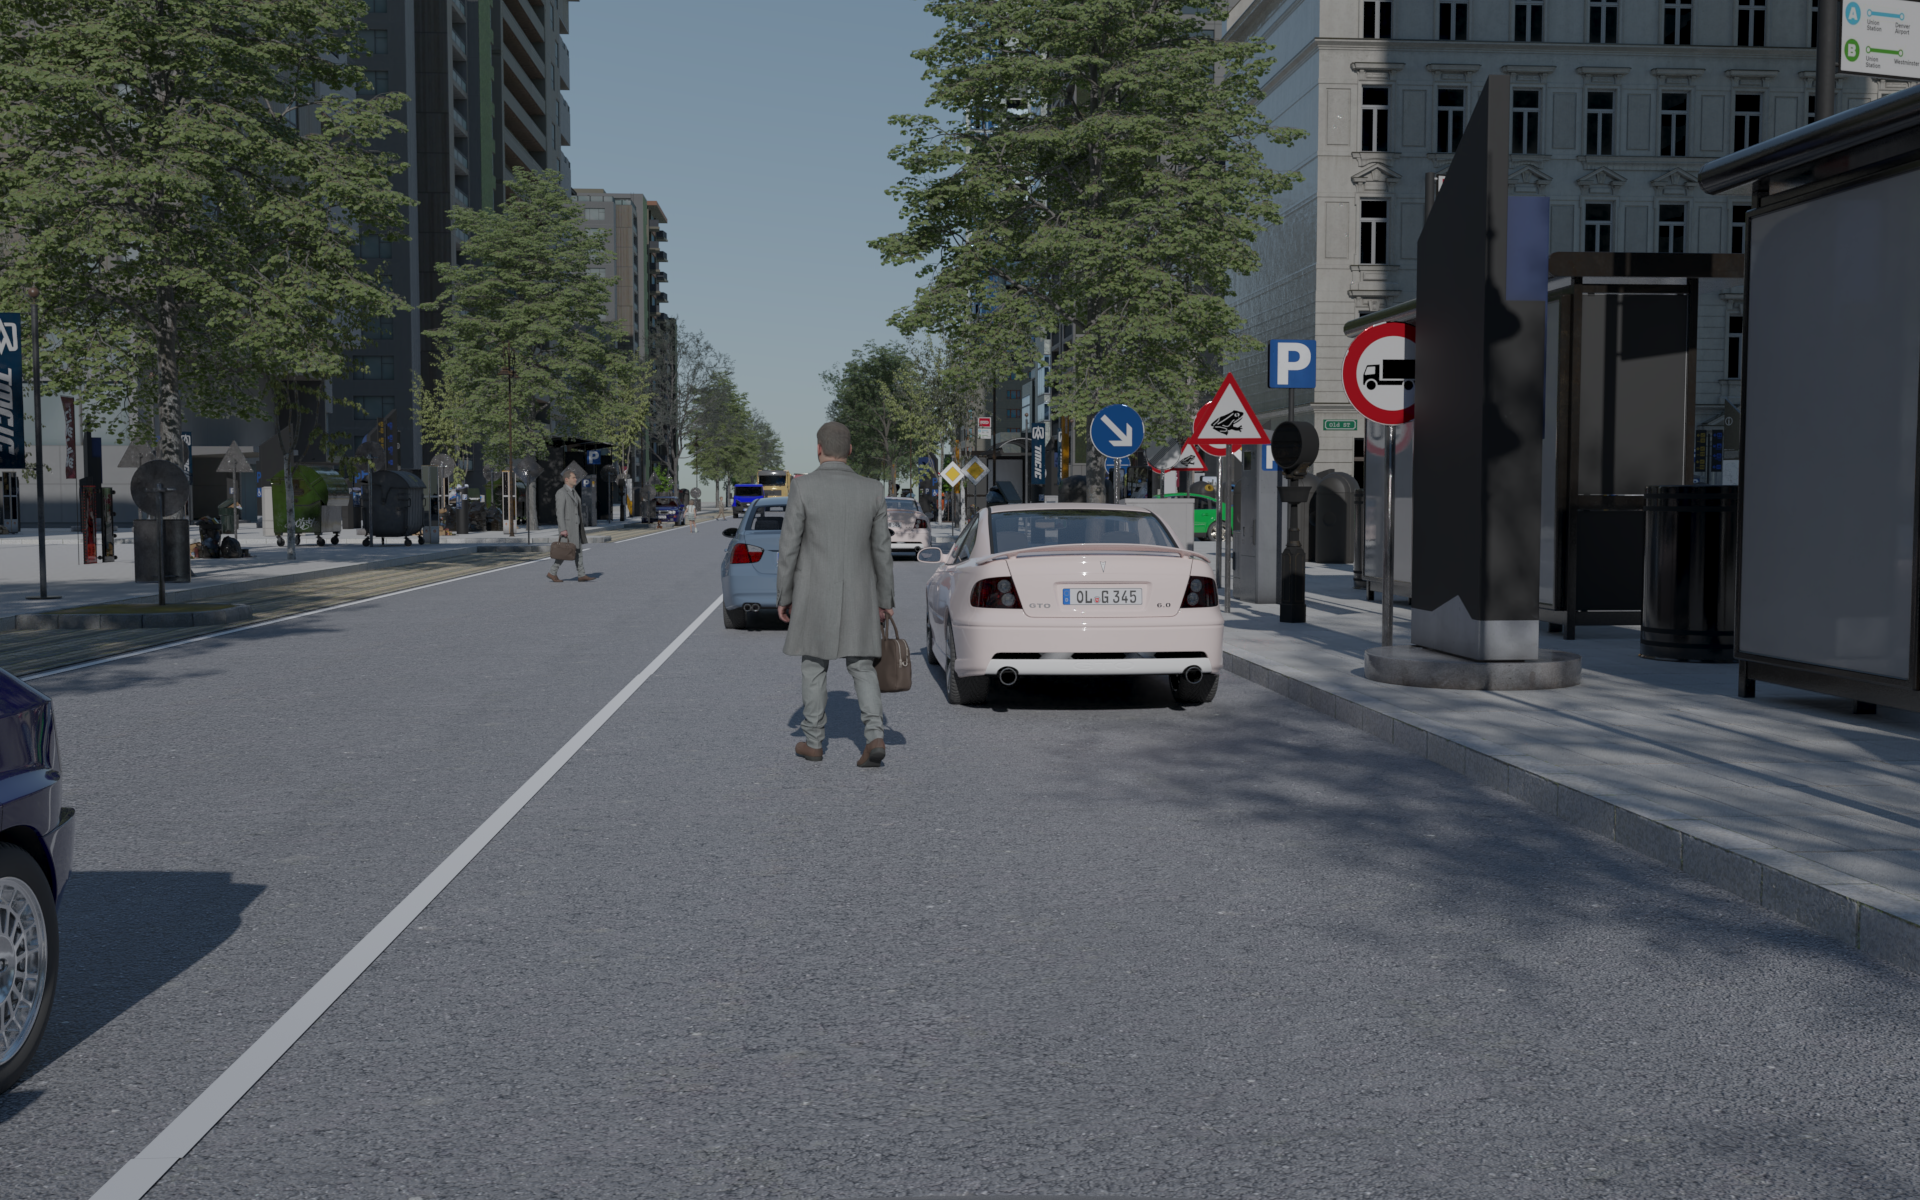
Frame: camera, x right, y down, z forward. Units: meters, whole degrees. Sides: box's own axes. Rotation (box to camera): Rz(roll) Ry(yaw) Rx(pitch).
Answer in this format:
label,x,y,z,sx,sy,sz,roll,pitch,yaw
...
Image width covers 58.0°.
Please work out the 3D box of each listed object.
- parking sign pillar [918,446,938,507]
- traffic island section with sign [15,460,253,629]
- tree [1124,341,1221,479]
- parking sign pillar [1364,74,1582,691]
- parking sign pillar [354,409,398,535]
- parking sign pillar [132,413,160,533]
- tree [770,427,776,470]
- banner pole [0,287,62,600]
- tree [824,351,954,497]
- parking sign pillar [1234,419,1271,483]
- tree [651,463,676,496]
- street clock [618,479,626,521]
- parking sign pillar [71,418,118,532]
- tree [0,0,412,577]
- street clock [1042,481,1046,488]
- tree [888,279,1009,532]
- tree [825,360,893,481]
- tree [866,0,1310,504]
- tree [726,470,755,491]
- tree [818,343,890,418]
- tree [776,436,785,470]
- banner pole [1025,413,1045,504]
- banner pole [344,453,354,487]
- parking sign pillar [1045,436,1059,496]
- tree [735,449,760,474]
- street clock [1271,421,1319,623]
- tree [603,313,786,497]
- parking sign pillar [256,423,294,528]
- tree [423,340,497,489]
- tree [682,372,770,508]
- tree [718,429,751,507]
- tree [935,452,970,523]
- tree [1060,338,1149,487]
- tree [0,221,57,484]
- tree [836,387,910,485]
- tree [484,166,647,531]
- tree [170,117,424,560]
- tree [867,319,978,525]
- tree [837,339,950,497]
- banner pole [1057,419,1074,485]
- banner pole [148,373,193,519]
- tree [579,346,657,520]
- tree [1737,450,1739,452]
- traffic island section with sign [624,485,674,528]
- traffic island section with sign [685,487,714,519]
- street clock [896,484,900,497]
label,x,y,z,sx,sy,sz,roll,pitch,yaw
parking sign pillar,-1.659,-6.253,90.701,1.447,3.967,1.447,-2,4,-34
traffic island section with sign,-9.057,-0.650,19.253,1.989,1.847,2.006,0,4,-4
tree,8.592,-7.382,71.064,4.360,8.622,3.978,0,3,0
parking sign pillar,3.543,-1.432,11.891,1.447,3.967,1.447,0,4,-5
parking sign pillar,-18.265,-4.036,54.463,1.447,3.967,1.447,1,4,20
parking sign pillar,-27.014,-4.256,58.052,1.447,3.967,1.447,-2,4,-30
tree,-25.697,-16.587,189.319,7.486,12.596,7.792,0,3,0
banner pole,-11.450,-1.899,21.066,0.863,3.779,0.401,0,4,-7
tree,-4.294,-10.900,112.634,8.767,10.594,7.601,-2,4,-27
parking sign pillar,10.621,-4.550,62.865,1.447,3.967,1.447,1,4,15
tree,-18.222,-6.727,104.588,1.663,3.219,1.824,0,3,0
street clock,-15.892,-4.700,81.420,0.358,2.002,0.471,0,4,3
parking sign pillar,-29.830,-4.348,59.554,1.447,3.967,1.447,-2,4,-32
tree,-12.066,-6.604,26.110,7.486,12.596,7.792,0,3,0
street clock,3.683,-4.531,78.650,0.358,2.002,0.471,2,4,32
tree,-0.098,-6.597,58.222,4.360,8.622,3.978,0,3,0
tree,-7.411,-14.974,155.200,12.009,13.543,11.850,0,3,0
tree,2.243,-6.850,30.130,7.486,12.596,7.792,0,3,0
tree,-25.739,-13.445,203.539,4.285,4.588,4.351,0,3,0
tree,-11.397,-22.114,217.449,12.611,20.169,13.585,0,3,0
tree,-31.440,-21.785,274.313,7.486,12.596,7.792,0,3,0
banner pole,2.270,-3.885,53.538,0.863,3.779,0.401,-1,4,-19
banner pole,-37.185,-7.056,105.383,0.863,3.779,0.401,0,4,4
parking sign pillar,4.207,-5.683,81.382,1.447,3.967,1.447,-1,4,-23
tree,-27.169,-16.288,216.670,4.737,8.622,4.395,0,3,0
street clock,3.328,-0.776,17.258,0.358,2.002,0.471,-2,4,-31
tree,-19.543,-12.717,118.293,12.009,13.543,11.850,0,3,0
parking sign pillar,-26.011,-4.730,65.802,1.447,3.967,1.447,3,5,42
tree,-23.360,-7.959,80.491,4.737,8.622,4.395,0,3,0
tree,-22.081,-14.702,158.511,7.486,12.596,7.792,0,3,0
tree,-22.893,-13.531,171.592,4.360,8.622,3.978,0,3,0
tree,-0.546,-5.090,77.823,1.663,3.219,1.824,0,3,0
tree,6.396,-7.737,76.870,4.737,8.622,4.395,0,3,0
tree,-22.645,-5.468,39.768,4.360,8.622,3.978,0,3,0
tree,-9.334,-16.074,179.819,9.611,12.733,9.660,0,3,0
tree,-14.803,-8.688,60.168,7.486,12.596,7.792,0,3,0
tree,-13.010,-5.082,33.447,4.737,8.622,4.395,0,3,0
tree,-1.056,-7.470,72.500,4.737,8.622,4.395,0,3,0
tree,-5.538,-14.380,141.761,9.857,13.997,8.962,0,3,0
banner pole,3.554,-4.149,57.851,0.863,3.779,0.401,-3,4,-38
banner pole,-16.518,-2.811,35.973,0.401,3.779,0.863,2,4,33
tree,-16.850,-8.298,86.041,4.737,8.622,4.395,0,3,0
tree,17.930,-2.665,38.182,1.663,3.219,1.824,0,3,0
traffic island section with sign,-13.297,-4.007,74.144,1.989,1.847,2.006,0,4,-4
traffic island section with sign,-15.387,-5.660,101.176,1.989,1.847,2.006,0,4,-4
street clock,-4.412,-7.093,120.544,0.471,2.002,0.358,1,4,13
